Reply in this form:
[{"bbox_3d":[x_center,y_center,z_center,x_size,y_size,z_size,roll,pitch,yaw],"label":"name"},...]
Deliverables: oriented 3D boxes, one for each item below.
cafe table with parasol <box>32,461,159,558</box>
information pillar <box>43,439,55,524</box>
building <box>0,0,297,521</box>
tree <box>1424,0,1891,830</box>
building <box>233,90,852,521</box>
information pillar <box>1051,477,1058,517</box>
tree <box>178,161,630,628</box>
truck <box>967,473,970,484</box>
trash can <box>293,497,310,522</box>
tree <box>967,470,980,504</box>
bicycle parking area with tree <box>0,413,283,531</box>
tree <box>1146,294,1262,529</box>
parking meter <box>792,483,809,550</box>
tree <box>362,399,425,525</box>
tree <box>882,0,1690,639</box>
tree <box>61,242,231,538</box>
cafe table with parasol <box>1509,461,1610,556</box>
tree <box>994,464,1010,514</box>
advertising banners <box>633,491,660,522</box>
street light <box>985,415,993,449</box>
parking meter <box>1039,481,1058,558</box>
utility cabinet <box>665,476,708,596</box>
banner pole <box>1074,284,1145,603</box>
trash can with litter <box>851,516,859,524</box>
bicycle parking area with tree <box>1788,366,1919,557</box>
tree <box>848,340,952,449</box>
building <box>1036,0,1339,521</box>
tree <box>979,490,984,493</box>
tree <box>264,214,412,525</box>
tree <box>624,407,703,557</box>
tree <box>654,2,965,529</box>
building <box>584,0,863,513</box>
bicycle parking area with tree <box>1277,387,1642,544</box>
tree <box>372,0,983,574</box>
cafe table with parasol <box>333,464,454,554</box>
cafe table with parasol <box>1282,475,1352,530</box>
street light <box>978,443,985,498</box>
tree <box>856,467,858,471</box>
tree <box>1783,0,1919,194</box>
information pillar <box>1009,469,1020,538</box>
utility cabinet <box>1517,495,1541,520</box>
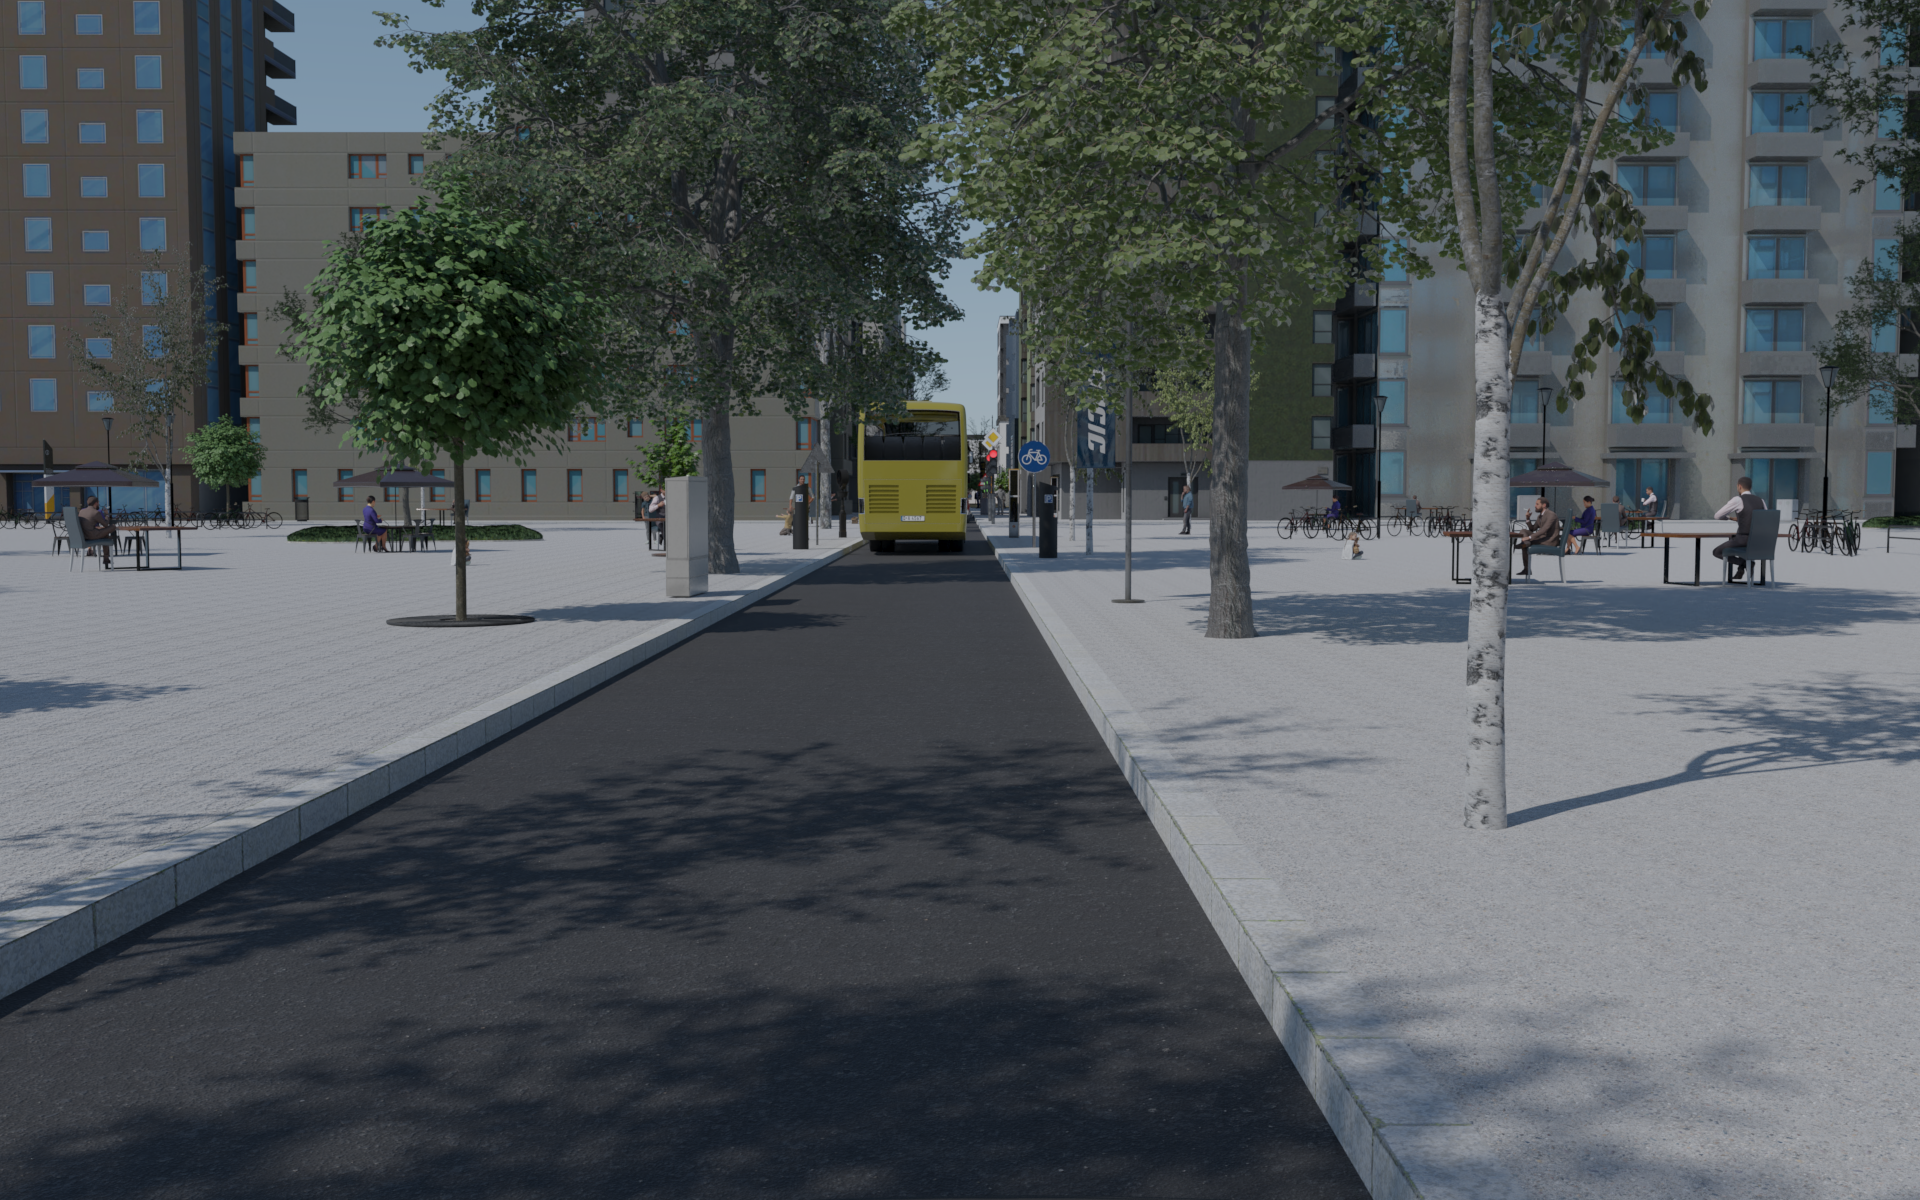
[{"bbox_3d":[-17.776,-1.887,35.724,2.610,1.966,2.610,-3,5,-43],"label":"cafe table with parasol"},{"bbox_3d":[-38.993,-5.061,74.105,0.183,3.616,0.504,1,4,12],"label":"information pillar"},{"bbox_3d":[-43.339,-26.766,87.736,14.200,45.320,14.600,0,3,0],"label":"building"},{"bbox_3d":[2.248,-3.423,6.335,4.360,8.622,3.978,0,3,0],"label":"tree"},{"bbox_3d":[-20.808,-15.436,97.415,27.650,21.520,28.899,0,3,0],"label":"building"},{"bbox_3d":[4.077,-4.295,74.708,0.304,2.012,0.304,1,4,9],"label":"information pillar"},{"bbox_3d":[-5.076,-2.048,17.207,4.285,4.588,4.351,0,3,0],"label":"tree"},{"bbox_3d":[-0.830,-6.960,102.714,2.839,4.237,11.283,0,4,1],"label":"truck"},{"bbox_3d":[-30.801,-4.245,81.051,0.748,1.137,0.748,0,3,0],"label":"trash can"},{"bbox_3d":[2.042,-14.339,218.150,4.285,4.588,4.351,0,3,0],"label":"tree"},{"bbox_3d":[-30.151,-4.665,63.281,9.016,4.147,8.231,-2,4,-35],"label":"bicycle parking area with tree"},{"bbox_3d":[8.519,-6.896,63.104,4.737,8.622,4.395,0,3,0],"label":"tree"},{"bbox_3d":[-3.692,-1.939,40.113,0.372,1.533,0.369,0,3,0],"label":"parking meter"},{"bbox_3d":[-22.281,-7.368,70.833,4.737,8.622,4.395,0,3,0],"label":"tree"},{"bbox_3d":[2.584,-5.911,14.773,7.486,12.596,7.792,0,3,0],"label":"tree"},{"bbox_3d":[-23.177,-6.094,50.003,4.360,8.622,3.978,0,3,0],"label":"tree"},{"bbox_3d":[12.527,-1.933,36.467,2.610,1.966,2.610,0,4,-4],"label":"cafe table with parasol"},{"bbox_3d":[2.769,-7.117,110.967,1.663,3.219,1.824,0,3,0],"label":"tree"},{"bbox_3d":[-14.315,-5.191,81.056,2.074,3.025,0.090,-2,4,-31],"label":"advertising banners"},{"bbox_3d":[1.887,-7.855,101.219,0.468,5.910,1.993,0,3,0],"label":"street light"},{"bbox_3d":[1.770,-1.608,34.698,0.372,1.533,0.369,0,3,0],"label":"parking meter"},{"bbox_3d":[-3.461,-0.809,21.908,0.318,1.500,1.173,0,4,3],"label":"utility cabinet"},{"bbox_3d":[1.767,-1.861,20.442,0.863,3.779,0.401,1,4,16],"label":"banner pole"},{"bbox_3d":[-4.239,-3.861,74.511,1.055,1.170,0.624,0,4,1],"label":"trash can with litter"},{"bbox_3d":[21.981,-3.145,38.421,8.231,4.147,9.016,1,4,21],"label":"bicycle parking area with tree"},{"bbox_3d":[-4.410,-11.619,115.724,9.928,11.665,9.643,0,3,0],"label":"tree"},{"bbox_3d":[11.062,-19.433,89.437,14.107,30.474,14.160,0,3,0],"label":"building"},{"bbox_3d":[3.158,-13.147,209.554,1.663,3.219,1.824,0,3,0],"label":"tree"},{"bbox_3d":[-19.017,-7.586,58.445,7.601,10.594,8.767,0,4,5],"label":"tree"},{"bbox_3d":[-5.849,-2.522,35.836,1.663,3.219,1.824,0,3,0],"label":"tree"},{"bbox_3d":[-6.319,-12.649,62.695,12.611,20.169,13.585,0,3,0],"label":"tree"},{"bbox_3d":[-15.526,-42.223,128.595,20.563,71.187,20.611,0,3,0],"label":"building"},{"bbox_3d":[14.154,-3.779,48.788,9.016,4.147,8.231,-2,4,-29],"label":"bicycle parking area with tree"},{"bbox_3d":[-4.020,-7.400,27.647,9.857,13.997,8.962,0,3,0],"label":"tree"},{"bbox_3d":[-12.408,-2.032,38.083,2.610,1.966,2.610,0,4,6],"label":"cafe table with parasol"},{"bbox_3d":[12.729,-3.480,61.756,2.610,1.966,2.610,0,4,0],"label":"cafe table with parasol"},{"bbox_3d":[1.817,-11.158,155.228,0.468,5.910,1.993,0,3,0],"label":"street light"},{"bbox_3d":[-3.859,-6.649,92.430,4.285,4.588,4.351,0,3,0],"label":"tree"},{"bbox_3d":[12.008,-4.983,15.882,8.767,10.594,7.601,0,4,-2],"label":"tree"},{"bbox_3d":[1.594,-2.836,50.866,0.304,2.012,0.304,0,4,6],"label":"information pillar"},{"bbox_3d":[26.564,-4.265,80.897,1.020,1.237,0.306,0,4,-7],"label":"utility cabinet"}]
